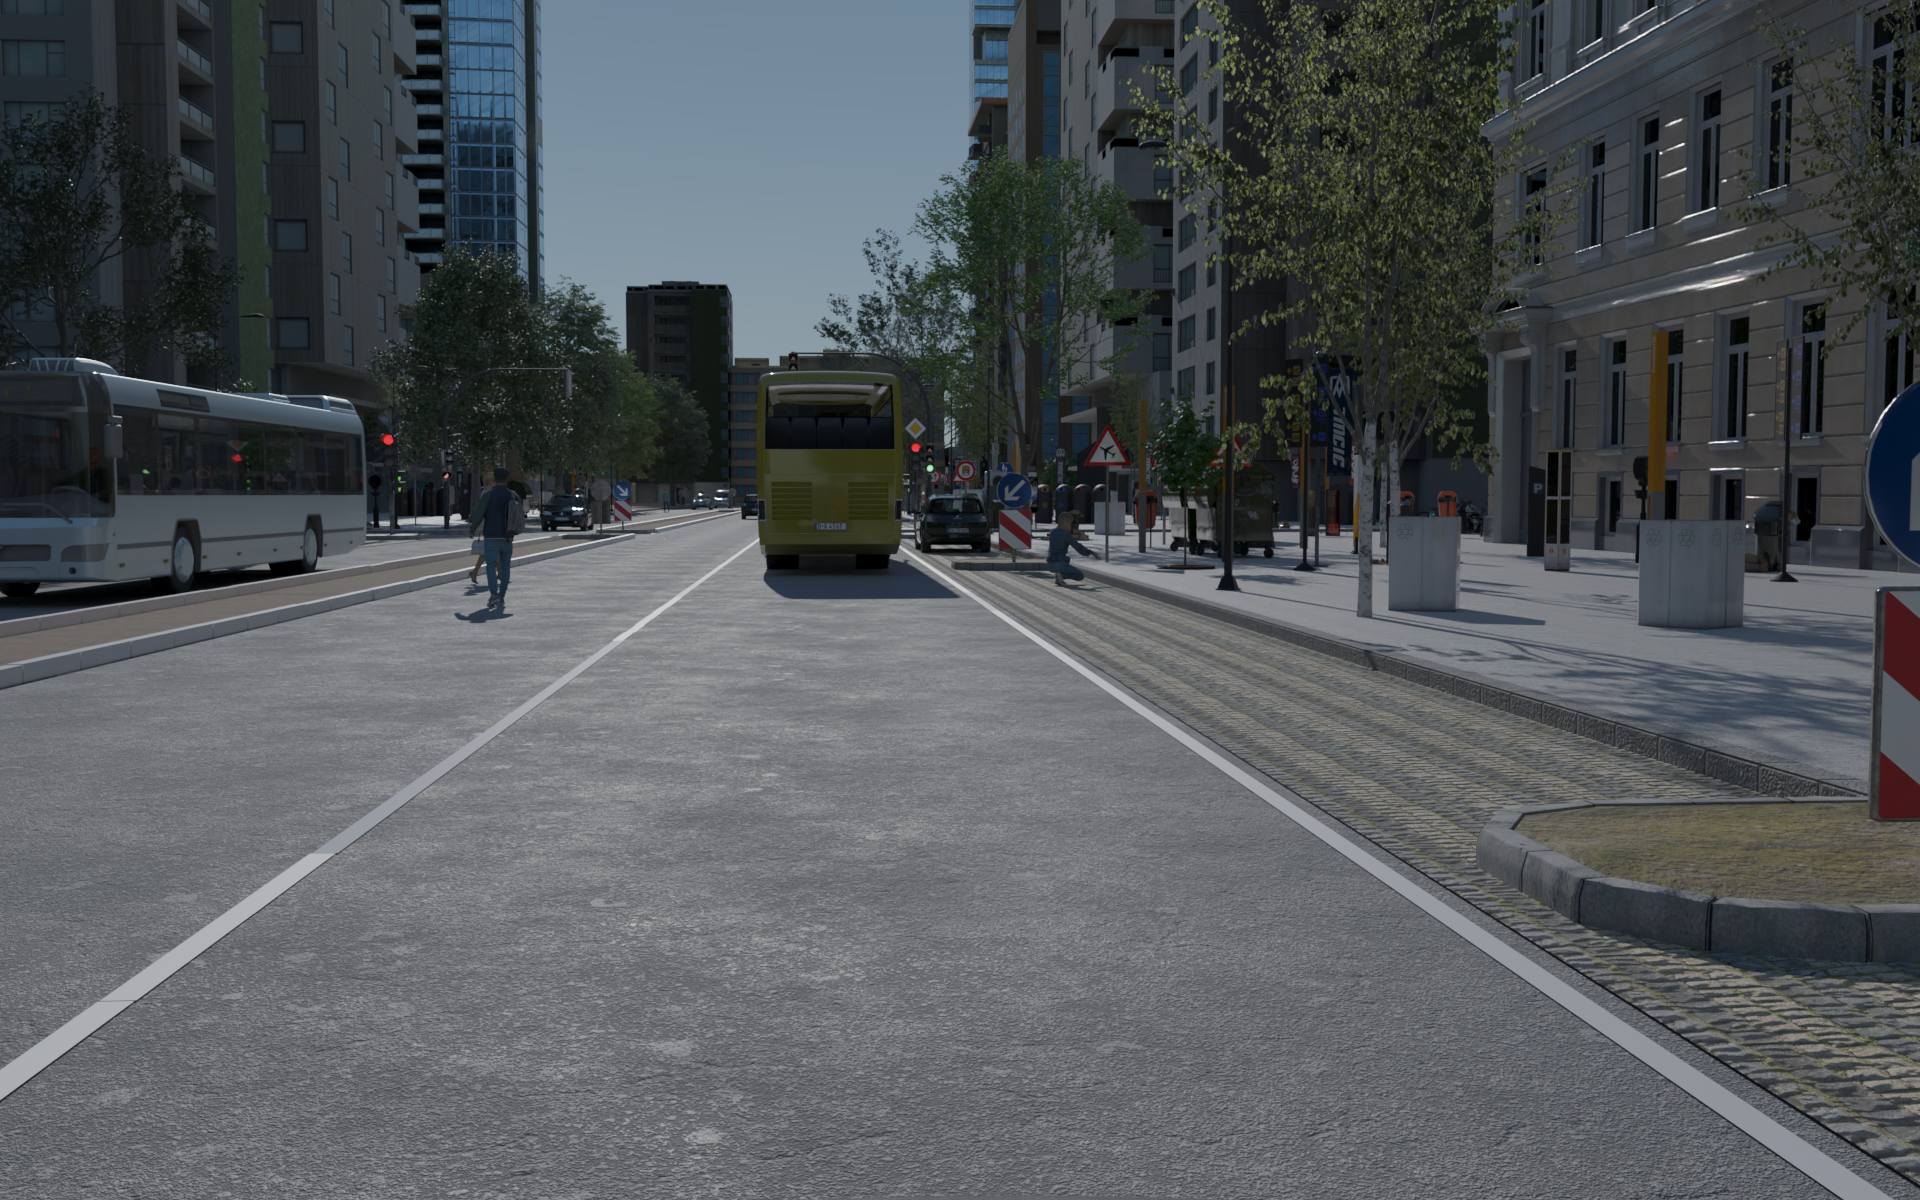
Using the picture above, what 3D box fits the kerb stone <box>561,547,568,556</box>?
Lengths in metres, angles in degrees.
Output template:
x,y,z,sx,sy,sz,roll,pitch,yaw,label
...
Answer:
x,y,z,sx,sy,sz,roll,pitch,yaw,label
-9.291,-1.099,40.166,0.120,0.150,1.000,0,4,-5,kerb stone

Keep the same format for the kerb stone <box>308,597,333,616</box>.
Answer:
x,y,z,sx,sy,sz,roll,pitch,yaw,label
-7.745,0.098,20.734,0.120,0.150,1.000,0,4,-5,kerb stone

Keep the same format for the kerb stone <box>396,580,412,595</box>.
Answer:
x,y,z,sx,sy,sz,roll,pitch,yaw,label
-8.068,-0.161,24.836,0.120,0.150,1.000,0,4,-5,kerb stone

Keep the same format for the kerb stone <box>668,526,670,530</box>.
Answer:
x,y,z,sx,sy,sz,roll,pitch,yaw,label
-11.467,-2.756,67.264,0.120,0.150,1.000,0,4,-5,kerb stone

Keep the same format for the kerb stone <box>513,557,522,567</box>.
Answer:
x,y,z,sx,sy,sz,roll,pitch,yaw,label
-8.813,-0.721,34.030,0.120,0.150,1.000,0,4,-5,kerb stone

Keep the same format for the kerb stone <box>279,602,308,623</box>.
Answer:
x,y,z,sx,sy,sz,roll,pitch,yaw,label
-7.660,0.152,19.715,0.120,0.150,1.000,0,4,-5,kerb stone

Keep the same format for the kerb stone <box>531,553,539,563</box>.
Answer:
x,y,z,sx,sy,sz,roll,pitch,yaw,label
-8.959,-0.848,36.068,0.120,0.150,1.000,0,4,-5,kerb stone

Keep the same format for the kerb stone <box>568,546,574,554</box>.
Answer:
x,y,z,sx,sy,sz,roll,pitch,yaw,label
-9.376,-1.162,41.192,0.120,0.150,1.000,0,4,-5,kerb stone

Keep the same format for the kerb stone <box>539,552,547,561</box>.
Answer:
x,y,z,sx,sy,sz,roll,pitch,yaw,label
-9.050,-0.911,37.086,0.120,0.150,1.000,0,4,-5,kerb stone

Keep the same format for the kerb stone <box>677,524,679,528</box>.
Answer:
x,y,z,sx,sy,sz,roll,pitch,yaw,label
-11.785,-3.007,71.363,0.120,0.150,1.000,0,4,-5,kerb stone

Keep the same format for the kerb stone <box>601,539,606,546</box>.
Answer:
x,y,z,sx,sy,sz,roll,pitch,yaw,label
-9.867,-1.537,47.320,0.120,0.150,1.000,0,4,-5,kerb stone

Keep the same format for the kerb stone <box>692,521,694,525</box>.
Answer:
x,y,z,sx,sy,sz,roll,pitch,yaw,label
-12.436,-3.506,79.544,0.120,0.150,1.000,0,4,-5,kerb stone

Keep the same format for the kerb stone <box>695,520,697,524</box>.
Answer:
x,y,z,sx,sy,sz,roll,pitch,yaw,label
-12.610,-3.633,81.611,0.120,0.150,1.000,0,4,-5,kerb stone

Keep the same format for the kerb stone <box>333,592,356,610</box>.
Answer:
x,y,z,sx,sy,sz,roll,pitch,yaw,label
-7.825,0.031,21.768,0.120,0.150,1.000,0,4,-5,kerb stone

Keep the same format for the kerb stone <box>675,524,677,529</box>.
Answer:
x,y,z,sx,sy,sz,roll,pitch,yaw,label
-11.706,-2.943,70.332,0.120,0.150,1.000,0,4,-5,kerb stone

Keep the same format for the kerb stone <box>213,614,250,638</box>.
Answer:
x,y,z,sx,sy,sz,roll,pitch,yaw,label
-7.500,0.278,17.675,0.120,0.150,1.000,0,4,-5,kerb stone

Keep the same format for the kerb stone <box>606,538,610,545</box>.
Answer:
x,y,z,sx,sy,sz,roll,pitch,yaw,label
-9.950,-1.599,48.339,0.120,0.150,1.000,0,4,-5,kerb stone

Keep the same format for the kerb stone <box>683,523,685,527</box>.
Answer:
x,y,z,sx,sy,sz,roll,pitch,yaw,label
-12.030,-3.189,74.437,0.120,0.150,1.000,0,4,-5,kerb stone

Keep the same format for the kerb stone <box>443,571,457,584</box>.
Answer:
x,y,z,sx,sy,sz,roll,pitch,yaw,label
-8.319,-0.343,27.904,0.120,0.150,1.000,0,4,-5,kerb stone

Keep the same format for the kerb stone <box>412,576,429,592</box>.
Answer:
x,y,z,sx,sy,sz,roll,pitch,yaw,label
-8.142,-0.217,25.857,0.120,0.150,1.000,0,4,-5,kerb stone

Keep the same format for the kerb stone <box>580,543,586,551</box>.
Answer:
x,y,z,sx,sy,sz,roll,pitch,yaw,label
-9.539,-1.287,43.236,0.120,0.150,1.000,0,4,-5,kerb stone

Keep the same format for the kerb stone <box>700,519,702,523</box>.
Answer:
x,y,z,sx,sy,sz,roll,pitch,yaw,label
-12.846,-3.819,84.675,0.120,0.150,1.000,0,4,-5,kerb stone

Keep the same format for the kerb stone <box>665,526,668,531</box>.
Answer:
x,y,z,sx,sy,sz,roll,pitch,yaw,label
-11.377,-2.690,66.246,0.120,0.150,1.000,0,4,-5,kerb stone

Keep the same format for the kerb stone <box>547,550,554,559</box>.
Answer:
x,y,z,sx,sy,sz,roll,pitch,yaw,label
-9.136,-0.971,38.115,0.120,0.150,1.000,0,4,-5,kerb stone

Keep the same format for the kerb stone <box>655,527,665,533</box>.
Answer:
x,y,z,sx,sy,sz,roll,pitch,yaw,label
-11.294,-2.631,65.221,0.120,0.150,1.000,0,4,-5,kerb stone

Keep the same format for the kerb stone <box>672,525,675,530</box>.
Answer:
x,y,z,sx,sy,sz,roll,pitch,yaw,label
-11.624,-2.882,69.313,0.120,0.150,1.000,0,4,-5,kerb stone

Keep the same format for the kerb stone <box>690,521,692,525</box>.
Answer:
x,y,z,sx,sy,sz,roll,pitch,yaw,label
-12.361,-3.445,78.521,0.120,0.150,1.000,0,4,-5,kerb stone

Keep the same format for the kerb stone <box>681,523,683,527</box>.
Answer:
x,y,z,sx,sy,sz,roll,pitch,yaw,label
-11.950,-3.128,73.409,0.120,0.150,1.000,0,4,-5,kerb stone

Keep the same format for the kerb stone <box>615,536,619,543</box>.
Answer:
x,y,z,sx,sy,sz,roll,pitch,yaw,label
-10.111,-1.724,50.377,0.120,0.150,1.000,0,4,-5,kerb stone

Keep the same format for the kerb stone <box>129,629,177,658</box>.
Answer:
x,y,z,sx,sy,sz,roll,pitch,yaw,label
-7.338,0.402,15.626,0.120,0.150,1.000,0,4,-5,kerb stone

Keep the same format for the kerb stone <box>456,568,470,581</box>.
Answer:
x,y,z,sx,sy,sz,roll,pitch,yaw,label
-8.396,-0.408,28.924,0.120,0.150,1.000,0,4,-5,kerb stone

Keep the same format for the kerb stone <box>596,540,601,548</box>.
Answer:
x,y,z,sx,sy,sz,roll,pitch,yaw,label
-9.789,-1.474,46.301,0.120,0.150,1.000,0,4,-5,kerb stone

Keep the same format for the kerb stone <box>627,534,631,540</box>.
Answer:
x,y,z,sx,sy,sz,roll,pitch,yaw,label
-10.353,-1.911,53.440,0.120,0.150,1.000,0,4,-5,kerb stone

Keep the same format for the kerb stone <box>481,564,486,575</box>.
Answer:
x,y,z,sx,sy,sz,roll,pitch,yaw,label
-8.563,-0.537,30.969,0.120,0.150,1.000,0,4,-5,kerb stone

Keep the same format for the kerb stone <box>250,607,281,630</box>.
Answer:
x,y,z,sx,sy,sz,roll,pitch,yaw,label
-7.579,0.215,18.696,0.120,0.150,1.000,0,4,-5,kerb stone

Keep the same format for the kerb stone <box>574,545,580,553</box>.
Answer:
x,y,z,sx,sy,sz,roll,pitch,yaw,label
-9.460,-1.224,42.210,0.120,0.150,1.000,0,4,-5,kerb stone

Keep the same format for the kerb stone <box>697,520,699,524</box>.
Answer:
x,y,z,sx,sy,sz,roll,pitch,yaw,label
-12.688,-3.697,82.634,0.120,0.150,1.000,0,4,-5,kerb stone

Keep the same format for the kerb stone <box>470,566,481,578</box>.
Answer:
x,y,z,sx,sy,sz,roll,pitch,yaw,label
-8.482,-0.473,29.950,0.120,0.150,1.000,0,4,-5,kerb stone

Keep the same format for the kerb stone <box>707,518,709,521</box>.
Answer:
x,y,z,sx,sy,sz,roll,pitch,yaw,label
-13.262,-4.134,89.787,0.120,0.150,1.000,0,4,-5,kerb stone

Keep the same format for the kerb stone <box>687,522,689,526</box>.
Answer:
x,y,z,sx,sy,sz,roll,pitch,yaw,label
-12.191,-3.320,76.481,0.120,0.150,1.000,0,4,-5,kerb stone

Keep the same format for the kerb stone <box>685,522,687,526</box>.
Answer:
x,y,z,sx,sy,sz,roll,pitch,yaw,label
-12.115,-3.255,75.461,0.120,0.150,1.000,0,4,-5,kerb stone

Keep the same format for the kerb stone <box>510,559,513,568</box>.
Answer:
x,y,z,sx,sy,sz,roll,pitch,yaw,label
-8.724,-0.660,33.011,0.120,0.150,1.000,0,4,-5,kerb stone

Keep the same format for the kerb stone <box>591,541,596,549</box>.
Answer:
x,y,z,sx,sy,sz,roll,pitch,yaw,label
-9.706,-1.412,45.277,0.120,0.150,1.000,0,4,-5,kerb stone

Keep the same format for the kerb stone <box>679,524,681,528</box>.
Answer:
x,y,z,sx,sy,sz,roll,pitch,yaw,label
-11.866,-3.070,72.390,0.120,0.150,1.000,0,4,-5,kerb stone

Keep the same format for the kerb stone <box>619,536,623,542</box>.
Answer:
x,y,z,sx,sy,sz,roll,pitch,yaw,label
-10.186,-1.785,51.398,0.120,0.150,1.000,0,4,-5,kerb stone

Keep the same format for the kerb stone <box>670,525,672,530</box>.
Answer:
x,y,z,sx,sy,sz,roll,pitch,yaw,label
-11.543,-2.817,68.294,0.120,0.150,1.000,0,4,-5,kerb stone

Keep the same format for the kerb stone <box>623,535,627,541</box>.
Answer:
x,y,z,sx,sy,sz,roll,pitch,yaw,label
-10.272,-1.848,52.416,0.120,0.150,1.000,0,4,-5,kerb stone

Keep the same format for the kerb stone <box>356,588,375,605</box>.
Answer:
x,y,z,sx,sy,sz,roll,pitch,yaw,label
-7.915,-0.031,22.787,0.120,0.150,1.000,0,4,-5,kerb stone

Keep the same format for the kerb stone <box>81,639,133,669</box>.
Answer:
x,y,z,sx,sy,sz,roll,pitch,yaw,label
-7.256,0.464,14.603,0.120,0.150,1.000,0,4,-5,kerb stone

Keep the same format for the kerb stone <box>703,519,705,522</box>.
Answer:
x,y,z,sx,sy,sz,roll,pitch,yaw,label
-13.010,-3.947,86.722,0.120,0.150,1.000,0,4,-5,kerb stone

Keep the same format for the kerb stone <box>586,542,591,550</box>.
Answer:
x,y,z,sx,sy,sz,roll,pitch,yaw,label
-9.625,-1.349,44.259,0.120,0.150,1.000,0,4,-5,kerb stone

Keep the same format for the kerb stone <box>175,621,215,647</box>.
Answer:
x,y,z,sx,sy,sz,roll,pitch,yaw,label
-7.423,0.339,16.647,0.120,0.150,1.000,0,4,-5,kerb stone

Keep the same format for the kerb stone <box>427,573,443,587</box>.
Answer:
x,y,z,sx,sy,sz,roll,pitch,yaw,label
-8.239,-0.287,26.883,0.120,0.150,1.000,0,4,-5,kerb stone

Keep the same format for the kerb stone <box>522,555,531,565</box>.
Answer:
x,y,z,sx,sy,sz,roll,pitch,yaw,label
-8.885,-0.784,35.049,0.120,0.150,1.000,0,4,-5,kerb stone

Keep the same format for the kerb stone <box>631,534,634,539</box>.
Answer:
x,y,z,sx,sy,sz,roll,pitch,yaw,label
-10.436,-1.973,54.459,0.120,0.150,1.000,0,4,-5,kerb stone

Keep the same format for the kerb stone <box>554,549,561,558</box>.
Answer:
x,y,z,sx,sy,sz,roll,pitch,yaw,label
-9.208,-1.033,39.147,0.120,0.150,1.000,0,4,-5,kerb stone

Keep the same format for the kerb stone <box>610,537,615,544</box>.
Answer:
x,y,z,sx,sy,sz,roll,pitch,yaw,label
-10.033,-1.658,49.359,0.120,0.150,1.000,0,4,-5,kerb stone

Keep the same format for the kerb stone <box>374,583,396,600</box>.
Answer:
x,y,z,sx,sy,sz,roll,pitch,yaw,label
-7.980,-0.099,23.809,0.120,0.150,1.000,0,4,-5,kerb stone
